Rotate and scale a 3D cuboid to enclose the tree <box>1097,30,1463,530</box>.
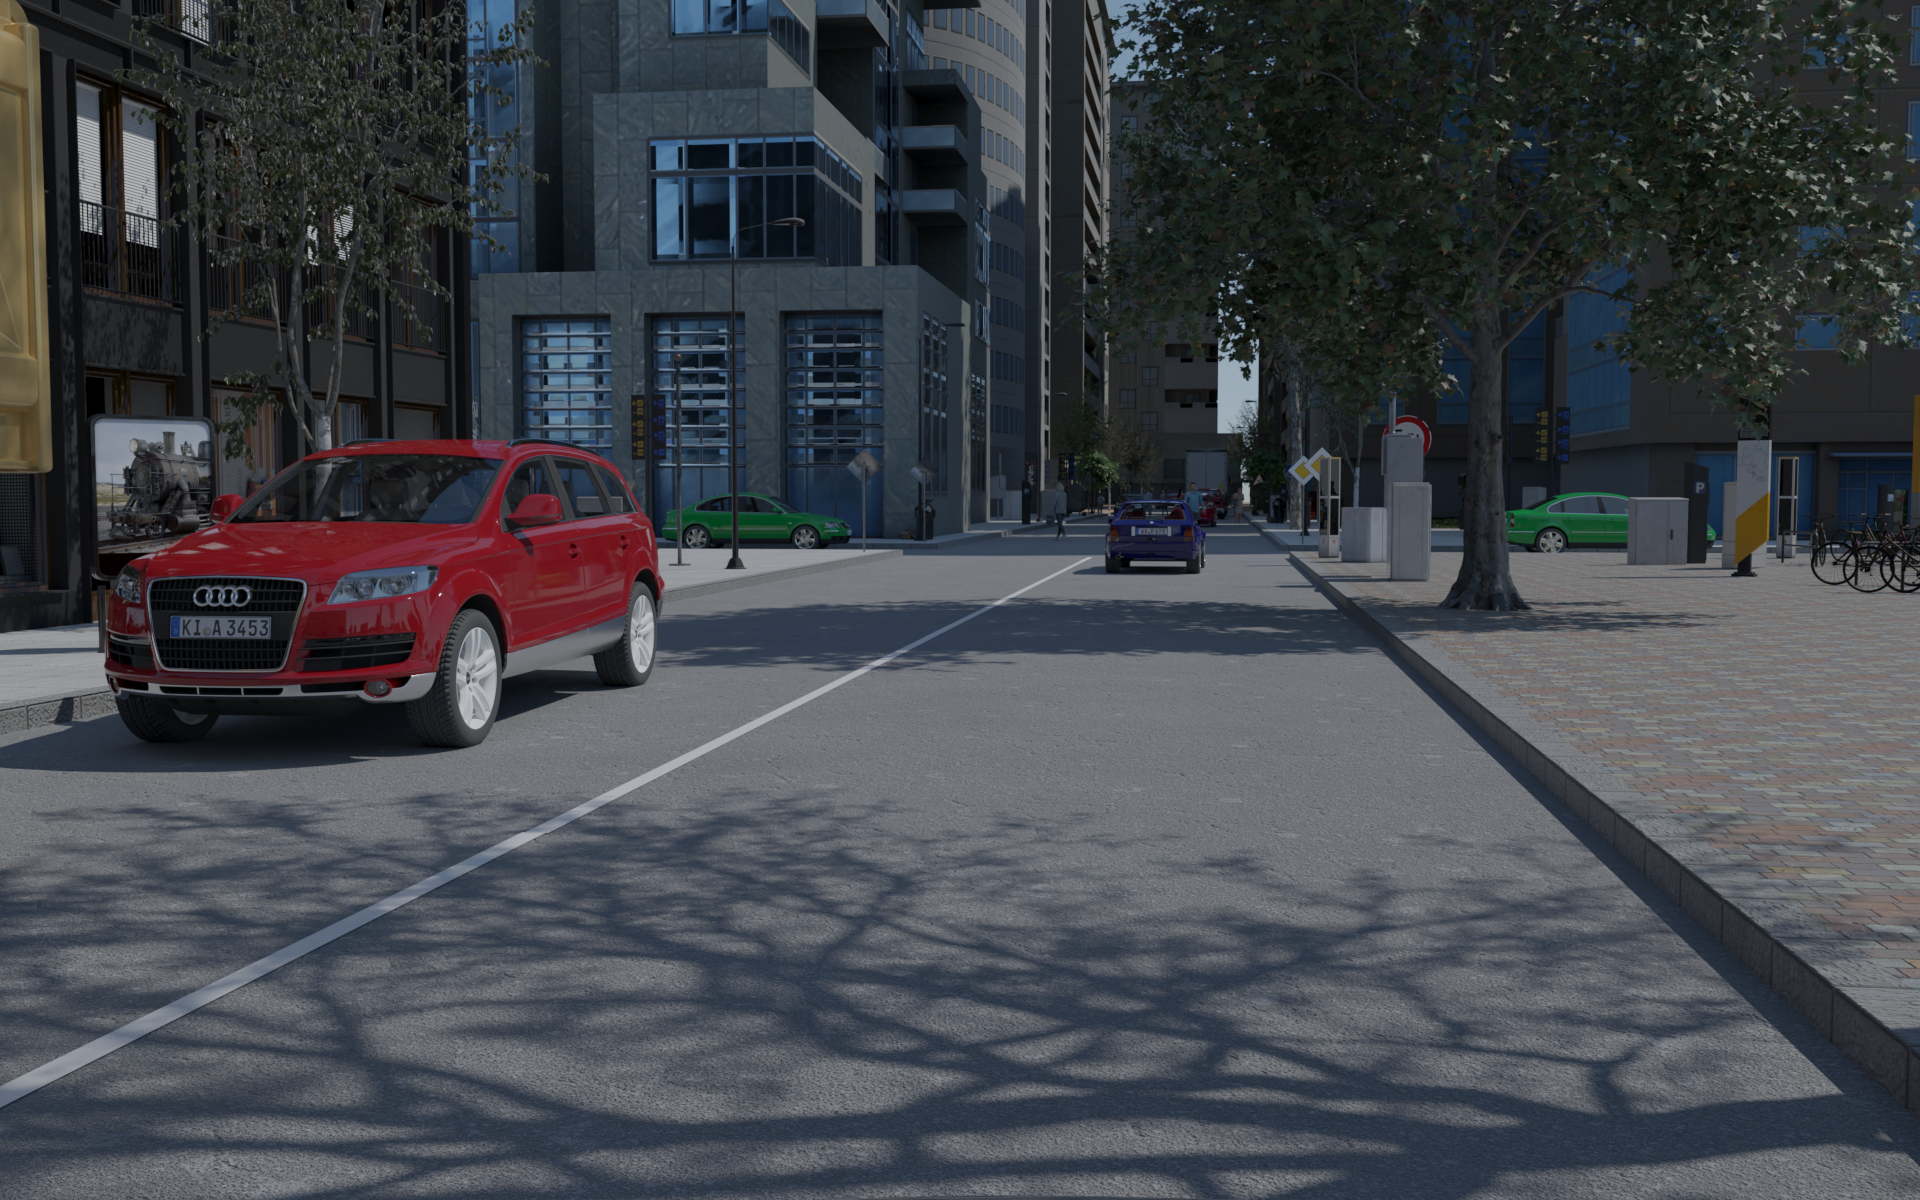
[{"bbox_3d":[10.980,-12.496,60.204,12.611,20.169,13.585,0,3,0],"label":"tree"}]

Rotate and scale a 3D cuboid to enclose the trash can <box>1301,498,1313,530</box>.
[{"bbox_3d":[12.394,-3.124,62.739,0.748,1.137,0.748,0,3,0],"label":"trash can"}]

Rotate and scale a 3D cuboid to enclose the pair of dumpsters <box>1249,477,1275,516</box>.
[{"bbox_3d":[17.950,-6.115,102.478,1.574,2.255,4.437,1,4,9],"label":"pair of dumpsters"}]

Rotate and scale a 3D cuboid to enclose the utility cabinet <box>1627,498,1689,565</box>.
[{"bbox_3d":[12.639,-1.236,31.365,1.020,1.237,0.306,-1,4,-9],"label":"utility cabinet"}]

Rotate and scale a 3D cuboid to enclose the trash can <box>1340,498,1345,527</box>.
[{"bbox_3d":[14.527,-3.387,67.034,0.748,1.137,0.748,0,3,0],"label":"trash can"}]

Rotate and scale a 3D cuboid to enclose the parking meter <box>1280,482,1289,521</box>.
[{"bbox_3d":[15.249,-4.635,81.496,0.399,1.863,0.255,1,4,18],"label":"parking meter"}]

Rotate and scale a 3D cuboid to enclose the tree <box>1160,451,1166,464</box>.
[{"bbox_3d":[20.626,-14.914,194.213,4.360,8.622,3.978,0,3,0],"label":"tree"}]

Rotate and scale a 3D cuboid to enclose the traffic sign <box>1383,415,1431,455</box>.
[{"bbox_3d":[7.243,-1.715,28.141,0.768,2.556,0.104,1,4,9],"label":"traffic sign"}]

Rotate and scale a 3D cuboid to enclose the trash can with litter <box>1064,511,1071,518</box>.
[{"bbox_3d":[4.954,-4.723,88.604,1.055,1.170,0.624,3,4,37],"label":"trash can with litter"}]

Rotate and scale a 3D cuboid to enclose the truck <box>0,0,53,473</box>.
[{"bbox_3d":[-5.068,-0.337,1.434,3.469,3.379,9.791,1,4,8],"label":"truck"}]

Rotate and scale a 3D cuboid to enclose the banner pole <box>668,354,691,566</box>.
[{"bbox_3d":[-4.978,-2.492,30.759,0.401,3.779,0.863,-1,4,-13],"label":"banner pole"}]

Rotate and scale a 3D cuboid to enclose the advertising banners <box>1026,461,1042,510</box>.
[{"bbox_3d":[4.510,-5.852,91.860,2.074,3.025,0.090,0,4,-1],"label":"advertising banners"}]

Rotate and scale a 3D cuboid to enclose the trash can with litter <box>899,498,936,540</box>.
[{"bbox_3d":[-1.217,-2.276,48.592,1.055,1.170,0.624,1,4,20],"label":"trash can with litter"}]

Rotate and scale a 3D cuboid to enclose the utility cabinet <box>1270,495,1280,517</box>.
[{"bbox_3d":[16.671,-4.927,91.723,0.306,1.237,1.020,2,4,26],"label":"utility cabinet"}]

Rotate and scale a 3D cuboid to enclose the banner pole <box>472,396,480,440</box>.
[{"bbox_3d":[-11.034,-3.003,39.119,0.401,3.779,0.863,-3,5,-43],"label":"banner pole"}]

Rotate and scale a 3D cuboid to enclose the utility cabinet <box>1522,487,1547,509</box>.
[{"bbox_3d":[17.597,-2.714,53.052,0.318,1.500,1.173,0,4,-3],"label":"utility cabinet"}]

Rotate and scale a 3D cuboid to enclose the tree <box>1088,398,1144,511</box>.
[{"bbox_3d":[11.515,-11.147,132.613,4.360,8.622,3.978,0,3,0],"label":"tree"}]

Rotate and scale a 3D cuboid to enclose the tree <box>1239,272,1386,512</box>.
[{"bbox_3d":[10.765,-5.962,47.849,4.360,8.622,3.978,0,3,0],"label":"tree"}]

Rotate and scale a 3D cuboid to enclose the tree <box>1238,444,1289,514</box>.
[{"bbox_3d":[19.591,-7.766,110.694,4.285,4.588,4.351,0,3,0],"label":"tree"}]

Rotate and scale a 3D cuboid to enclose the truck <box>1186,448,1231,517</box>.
[{"bbox_3d":[16.082,-7.539,112.182,2.839,4.237,11.283,1,4,10],"label":"truck"}]

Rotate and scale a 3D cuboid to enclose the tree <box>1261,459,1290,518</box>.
[{"bbox_3d":[17.568,-6.139,94.970,1.663,3.219,1.824,0,3,0],"label":"tree"}]

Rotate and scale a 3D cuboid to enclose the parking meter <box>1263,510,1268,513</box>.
[{"bbox_3d":[20.531,-6.593,116.203,0.372,1.533,0.369,0,3,0],"label":"parking meter"}]

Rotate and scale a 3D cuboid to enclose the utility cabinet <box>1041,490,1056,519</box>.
[{"bbox_3d":[4.543,-4.772,86.706,0.318,1.500,1.173,-2,4,-35],"label":"utility cabinet"}]

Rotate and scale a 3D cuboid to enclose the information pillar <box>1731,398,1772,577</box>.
[{"bbox_3d":[12.269,-2.167,26.792,0.504,3.616,0.183,3,5,43],"label":"information pillar"}]

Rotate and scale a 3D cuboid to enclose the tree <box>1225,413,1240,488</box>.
[{"bbox_3d":[21.738,-10.826,127.360,4.360,8.622,3.978,0,3,0],"label":"tree"}]

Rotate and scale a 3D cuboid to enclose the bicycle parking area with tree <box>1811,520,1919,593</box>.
[{"bbox_3d":[15.160,-2.033,20.234,9.016,4.147,8.231,1,4,23],"label":"bicycle parking area with tree"}]

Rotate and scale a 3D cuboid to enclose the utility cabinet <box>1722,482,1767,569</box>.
[{"bbox_3d":[13.501,-1.292,29.802,1.173,1.500,0.318,-3,5,-44],"label":"utility cabinet"}]

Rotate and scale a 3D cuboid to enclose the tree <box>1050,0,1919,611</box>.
[{"bbox_3d":[5.782,-6.247,19.147,9.611,12.733,9.660,0,3,0],"label":"tree"}]

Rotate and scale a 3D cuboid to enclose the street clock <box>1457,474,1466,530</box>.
[{"bbox_3d":[17.967,-3.499,61.786,0.471,2.002,0.358,-3,4,-39],"label":"street clock"}]

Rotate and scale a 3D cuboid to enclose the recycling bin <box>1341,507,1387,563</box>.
[{"bbox_3d":[7.685,-1.229,32.642,0.722,1.027,0.722,-2,4,-34],"label":"recycling bin"}]

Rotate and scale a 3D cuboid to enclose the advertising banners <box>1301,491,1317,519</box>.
[{"bbox_3d":[17.778,-5.583,87.462,2.074,3.025,0.090,2,4,33],"label":"advertising banners"}]

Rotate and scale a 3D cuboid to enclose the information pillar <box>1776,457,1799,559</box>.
[{"bbox_3d":[16.487,-1.837,34.520,0.304,2.012,0.304,3,5,39],"label":"information pillar"}]

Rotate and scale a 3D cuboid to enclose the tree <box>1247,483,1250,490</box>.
[{"bbox_3d":[26.668,-9.778,154.472,1.663,3.219,1.824,0,3,0],"label":"tree"}]

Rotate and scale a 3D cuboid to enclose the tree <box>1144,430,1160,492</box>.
[{"bbox_3d":[16.872,-13.428,169.915,4.360,8.622,3.978,0,3,0],"label":"tree"}]

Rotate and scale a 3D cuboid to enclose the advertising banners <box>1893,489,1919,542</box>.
[{"bbox_3d":[24.704,-2.933,44.138,0.090,3.025,2.074,-3,4,-39],"label":"advertising banners"}]

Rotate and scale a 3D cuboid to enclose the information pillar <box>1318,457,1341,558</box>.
[{"bbox_3d":[7.410,-1.850,34.742,0.304,2.012,0.304,-2,4,-30],"label":"information pillar"}]

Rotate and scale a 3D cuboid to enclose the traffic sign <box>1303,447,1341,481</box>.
[{"bbox_3d":[7.709,-2.037,36.941,0.795,2.450,0.064,1,4,8],"label":"traffic sign"}]

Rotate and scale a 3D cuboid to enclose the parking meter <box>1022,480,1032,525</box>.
[{"bbox_3d":[2.802,-4.109,72.888,0.399,1.863,0.255,0,4,-3],"label":"parking meter"}]

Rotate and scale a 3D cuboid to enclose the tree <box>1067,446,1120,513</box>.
[{"bbox_3d":[9.143,-8.378,120.693,4.285,4.588,4.351,0,3,0],"label":"tree"}]

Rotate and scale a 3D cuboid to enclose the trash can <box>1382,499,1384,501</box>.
[{"bbox_3d":[11.933,-2.188,47.431,0.748,1.137,0.748,0,3,0],"label":"trash can"}]

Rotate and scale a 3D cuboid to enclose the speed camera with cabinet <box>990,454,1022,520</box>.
[{"bbox_3d":[2.293,-5.597,85.852,0.660,3.252,2.038,3,5,42],"label":"speed camera with cabinet"}]

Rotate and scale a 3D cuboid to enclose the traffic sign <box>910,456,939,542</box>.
[{"bbox_3d":[-0.951,-2.610,46.316,0.795,2.450,0.064,1,4,8],"label":"traffic sign"}]

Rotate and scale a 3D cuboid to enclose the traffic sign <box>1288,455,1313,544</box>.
[{"bbox_3d":[8.883,-2.520,44.840,0.795,2.450,0.064,1,4,8],"label":"traffic sign"}]

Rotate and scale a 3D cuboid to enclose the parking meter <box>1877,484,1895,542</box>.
[{"bbox_3d":[23.477,-2.173,43.946,0.372,1.533,0.369,0,3,0],"label":"parking meter"}]

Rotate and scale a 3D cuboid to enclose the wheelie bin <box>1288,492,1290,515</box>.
[{"bbox_3d":[20.440,-5.989,105.824,0.980,1.594,0.693,-3,5,-40],"label":"wheelie bin"}]

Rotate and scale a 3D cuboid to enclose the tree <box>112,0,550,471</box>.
[{"bbox_3d":[-6.179,-4.069,16.891,4.360,8.622,3.978,0,3,0],"label":"tree"}]

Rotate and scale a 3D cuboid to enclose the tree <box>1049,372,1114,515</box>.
[{"bbox_3d":[7.204,-9.400,104.058,4.737,8.622,4.395,0,3,0],"label":"tree"}]

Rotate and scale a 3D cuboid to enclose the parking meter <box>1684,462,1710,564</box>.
[{"bbox_3d":[13.574,-1.604,31.939,0.399,1.863,0.255,-1,4,-9],"label":"parking meter"}]

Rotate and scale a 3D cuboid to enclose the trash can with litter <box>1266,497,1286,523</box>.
[{"bbox_3d":[13.791,-3.941,75.828,0.624,1.170,1.055,-2,4,-26],"label":"trash can with litter"}]

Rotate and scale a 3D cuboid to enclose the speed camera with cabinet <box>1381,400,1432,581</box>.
[{"bbox_3d":[6.791,-1.956,26.309,0.660,3.252,2.038,1,4,10],"label":"speed camera with cabinet"}]

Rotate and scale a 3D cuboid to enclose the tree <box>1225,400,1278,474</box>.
[{"bbox_3d":[22.736,-11.234,134.045,4.737,8.622,4.395,0,3,0],"label":"tree"}]

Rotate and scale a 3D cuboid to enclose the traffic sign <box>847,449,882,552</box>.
[{"bbox_3d":[-2.125,-2.127,38.418,0.795,2.450,0.064,1,4,8],"label":"traffic sign"}]
